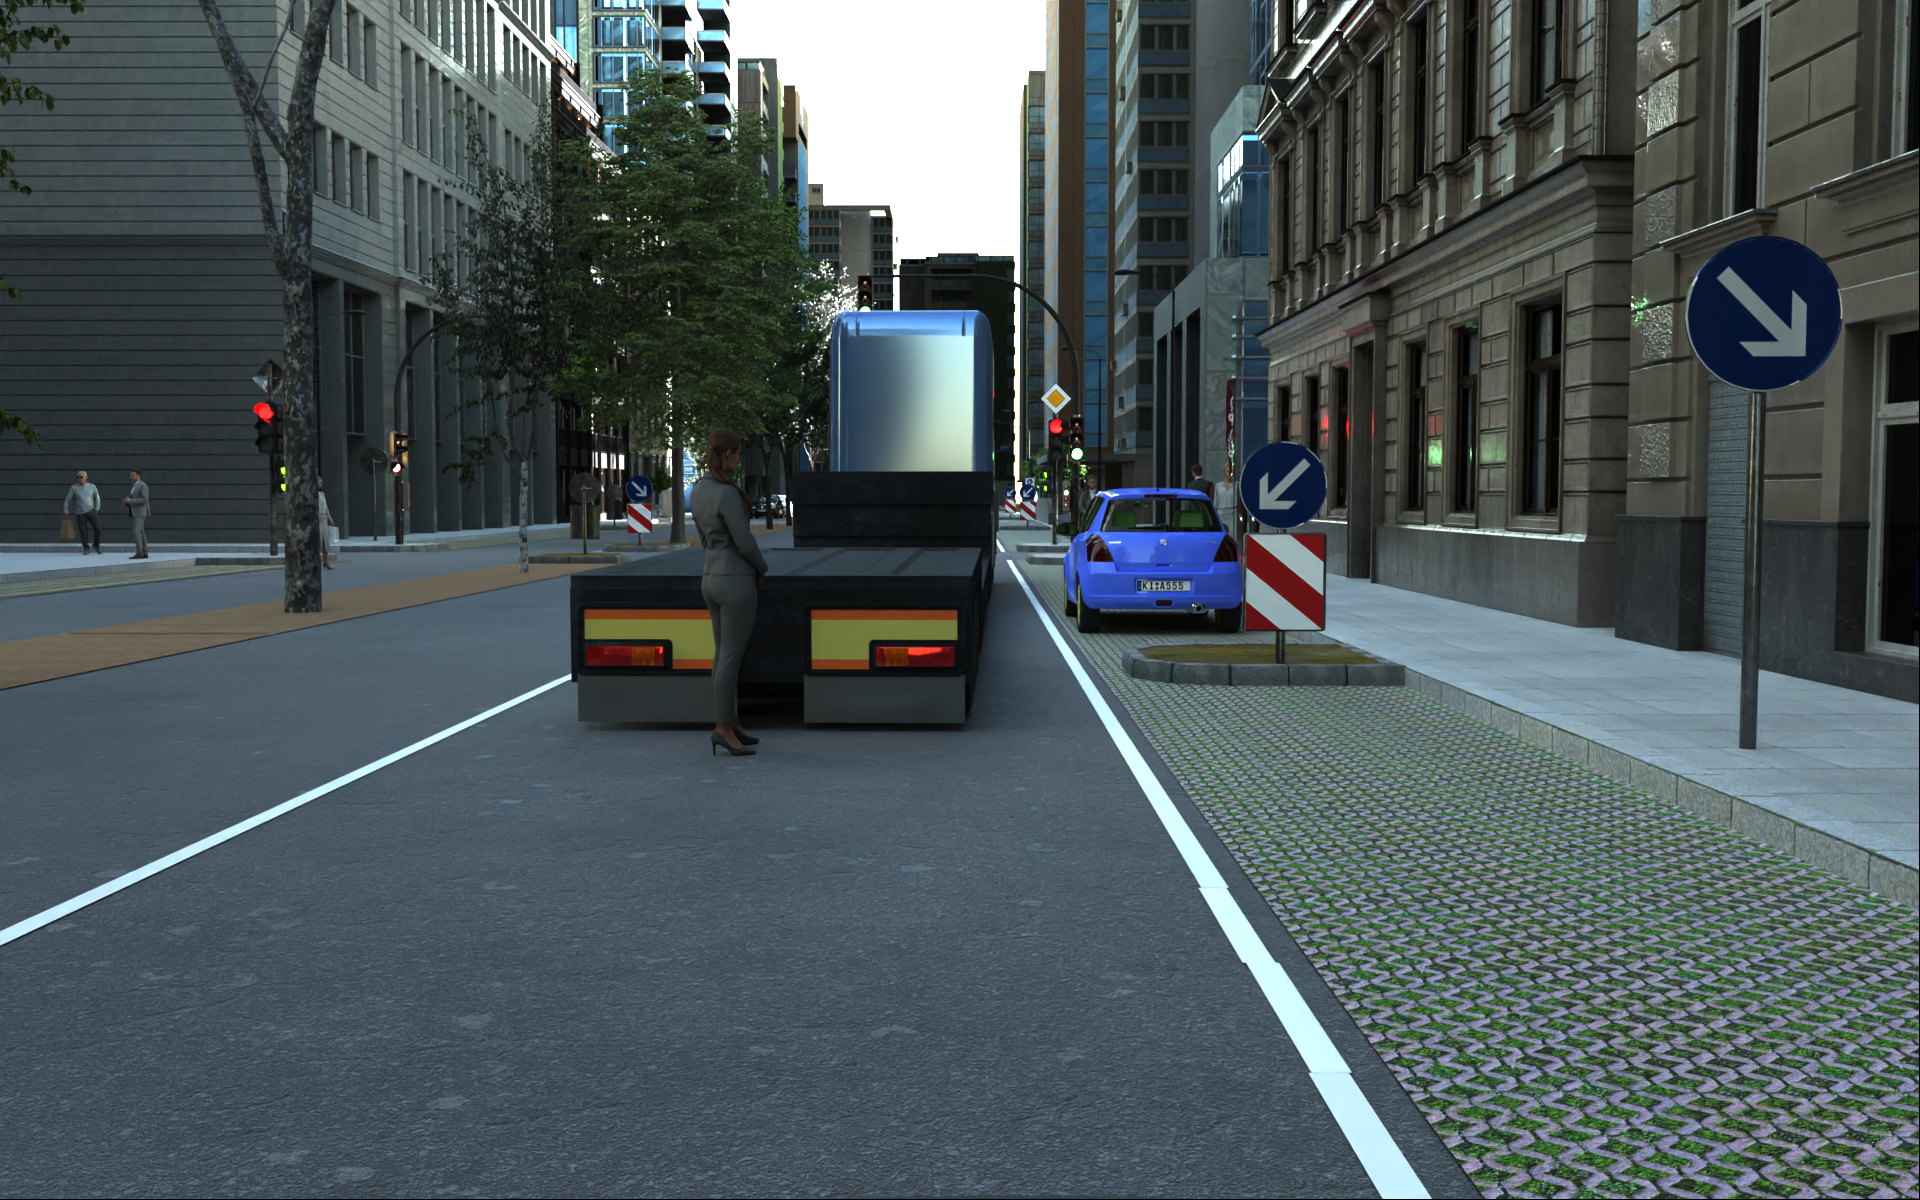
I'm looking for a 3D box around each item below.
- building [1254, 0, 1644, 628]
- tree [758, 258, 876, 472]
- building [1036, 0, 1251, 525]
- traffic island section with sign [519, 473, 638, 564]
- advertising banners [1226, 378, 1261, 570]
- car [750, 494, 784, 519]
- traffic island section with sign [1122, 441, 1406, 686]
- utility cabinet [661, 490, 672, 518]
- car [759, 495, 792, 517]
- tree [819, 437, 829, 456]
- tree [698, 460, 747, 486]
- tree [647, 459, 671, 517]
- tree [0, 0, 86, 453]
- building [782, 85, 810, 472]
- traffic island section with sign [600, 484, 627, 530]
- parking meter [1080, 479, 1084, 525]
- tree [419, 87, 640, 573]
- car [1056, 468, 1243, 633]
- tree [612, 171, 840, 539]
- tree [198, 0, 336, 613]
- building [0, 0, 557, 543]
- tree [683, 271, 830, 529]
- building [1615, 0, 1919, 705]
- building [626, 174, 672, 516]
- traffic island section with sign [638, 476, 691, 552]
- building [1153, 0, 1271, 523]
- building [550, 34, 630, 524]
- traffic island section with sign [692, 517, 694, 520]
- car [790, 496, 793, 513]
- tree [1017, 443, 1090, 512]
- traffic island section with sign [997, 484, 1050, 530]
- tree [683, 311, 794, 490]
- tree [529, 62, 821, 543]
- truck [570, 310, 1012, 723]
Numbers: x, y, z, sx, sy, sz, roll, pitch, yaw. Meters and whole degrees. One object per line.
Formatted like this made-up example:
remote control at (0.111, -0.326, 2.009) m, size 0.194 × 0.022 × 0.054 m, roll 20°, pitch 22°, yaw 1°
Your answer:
building at (10.667, -9.813, 25.077) m, size 10.561 × 19.102 × 19.286 m, roll 0°, pitch 4°, yaw 0°
tree at (-7.638, -10.793, 89.289) m, size 12.009 × 13.543 × 11.850 m, roll 0°, pitch 3°, yaw 0°
building at (19.852, -23.637, 78.348) m, size 32.217 × 40.220 × 23.993 m, roll 0°, pitch 4°, yaw 0°
traffic island section with sign at (-8.010, -1.725, 36.340) m, size 2.006 × 1.907 × 1.989 m, roll 0°, pitch 4°, yaw 0°
advertising banners at (4.175, -1.798, 25.579) m, size 0.090 × 3.025 × 2.074 m, roll 0°, pitch 4°, yaw -4°
car at (-11.327, -5.593, 101.236) m, size 2.009 × 1.686 × 4.222 m, roll 0°, pitch 4°, yaw 0°
traffic island section with sign at (2.327, -0.316, 13.794) m, size 1.989 × 1.847 × 2.006 m, roll 0°, pitch 4°, yaw 0°
utility cabinet at (-15.621, -5.115, 92.316) m, size 0.318 × 1.500 × 1.173 m, roll 0°, pitch 4°, yaw 6°
car at (-11.572, -5.895, 108.748) m, size 2.083 × 1.381 × 4.827 m, roll 0°, pitch 4°, yaw -1°
tree at (-7.555, -9.485, 107.904) m, size 4.737 × 8.622 × 4.395 m, roll 0°, pitch 3°, yaw 0°
tree at (-16.180, -8.205, 117.872) m, size 4.285 × 4.588 × 4.351 m, roll 0°, pitch 3°, yaw 0°
tree at (-16.716, -6.225, 96.372) m, size 1.663 × 3.219 × 1.824 m, roll 0°, pitch 3°, yaw 0°
tree at (-8.105, -3.625, 12.084) m, size 4.737 × 8.622 × 4.395 m, roll 0°, pitch 3°, yaw 0°
building at (-23.989, -32.824, 186.779) m, size 14.200 × 45.320 × 14.600 m, roll 0°, pitch 4°, yaw 0°
traffic island section with sign at (-13.860, -3.706, 69.220) m, size 1.989 × 1.847 × 2.006 m, roll 0°, pitch 4°, yaw 0°
parking meter at (4.198, -3.403, 61.343) m, size 0.255 × 1.863 × 0.399 m, roll 3°, pitch 5°, yaw 42°
tree at (-7.933, -4.808, 31.437) m, size 4.360 × 8.622 × 3.978 m, roll 0°, pitch 3°, yaw 0°
car at (2.050, -0.582, 19.103) m, size 1.945 × 1.707 × 3.694 m, roll 0°, pitch 4°, yaw 0°
tree at (-7.627, -7.752, 54.965) m, size 9.928 × 11.665 × 9.643 m, roll 0°, pitch 3°, yaw 0°
tree at (-9.149, -9.960, 21.187) m, size 12.611 × 20.169 × 13.585 m, roll 0°, pitch 3°, yaw 0°
building at (-22.748, -17.206, 58.810) m, size 11.434 × 29.767 × 29.804 m, roll 0°, pitch 4°, yaw 0°
tree at (-7.708, -8.170, 70.449) m, size 8.767 × 10.594 × 7.601 m, roll 0°, pitch 4°, yaw 0°
building at (11.452, -12.556, 2.560) m, size 12.463 × 27.353 × 25.104 m, roll 0°, pitch 4°, yaw 0°
building at (-22.717, -15.314, 99.539) m, size 9.793 × 20.994 × 18.267 m, roll 0°, pitch 4°, yaw 0°
traffic island section with sign at (-7.970, -2.178, 43.747) m, size 2.006 × 1.907 × 1.989 m, roll 0°, pitch 4°, yaw 0°
building at (22.237, -45.470, 56.101) m, size 31.000 × 86.520 × 22.319 m, roll 0°, pitch 4°, yaw 0°
building at (-23.423, -15.426, 81.900) m, size 12.332 × 23.373 × 15.834 m, roll 0°, pitch 4°, yaw 0°
traffic island section with sign at (-13.752, -5.355, 96.175) m, size 1.989 × 1.847 × 2.006 m, roll 0°, pitch 4°, yaw 0°
car at (-11.105, -6.402, 117.246) m, size 1.945 × 1.354 × 3.894 m, roll 0°, pitch 4°, yaw -1°
tree at (5.862, -6.944, 97.240) m, size 4.285 × 4.588 × 4.351 m, roll 0°, pitch 3°, yaw 0°
traffic island section with sign at (2.564, -3.681, 68.817) m, size 1.989 × 1.847 × 2.006 m, roll 0°, pitch 4°, yaw 0°
tree at (-7.992, -6.695, 62.289) m, size 4.360 × 8.622 × 3.978 m, roll 0°, pitch 3°, yaw 0°
tree at (-7.616, -7.680, 46.147) m, size 7.486 × 12.596 × 7.792 m, roll 0°, pitch 3°, yaw 0°
truck at (-0.881, -1.829, 19.656) m, size 2.967 × 4.110 × 18.799 m, roll 0°, pitch 4°, yaw 2°
